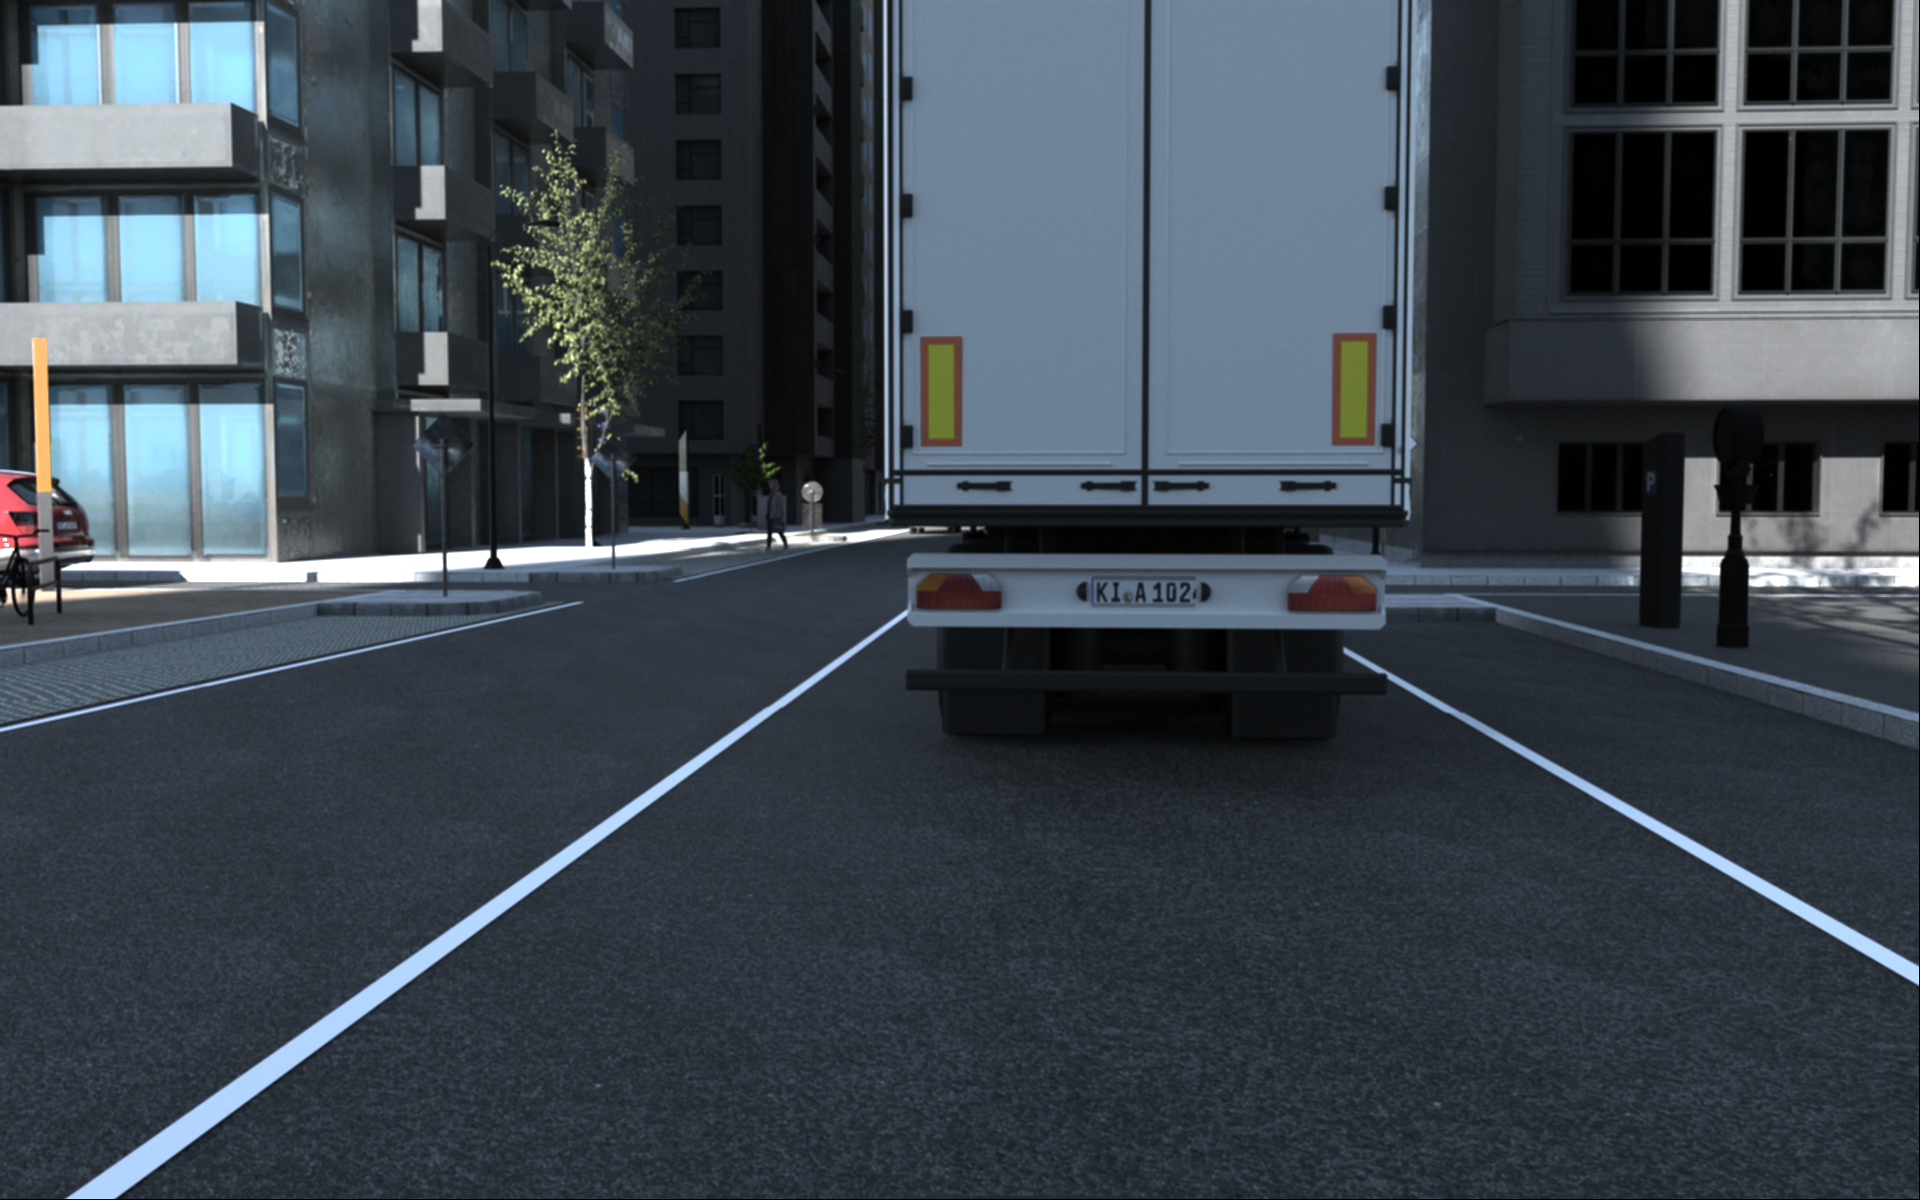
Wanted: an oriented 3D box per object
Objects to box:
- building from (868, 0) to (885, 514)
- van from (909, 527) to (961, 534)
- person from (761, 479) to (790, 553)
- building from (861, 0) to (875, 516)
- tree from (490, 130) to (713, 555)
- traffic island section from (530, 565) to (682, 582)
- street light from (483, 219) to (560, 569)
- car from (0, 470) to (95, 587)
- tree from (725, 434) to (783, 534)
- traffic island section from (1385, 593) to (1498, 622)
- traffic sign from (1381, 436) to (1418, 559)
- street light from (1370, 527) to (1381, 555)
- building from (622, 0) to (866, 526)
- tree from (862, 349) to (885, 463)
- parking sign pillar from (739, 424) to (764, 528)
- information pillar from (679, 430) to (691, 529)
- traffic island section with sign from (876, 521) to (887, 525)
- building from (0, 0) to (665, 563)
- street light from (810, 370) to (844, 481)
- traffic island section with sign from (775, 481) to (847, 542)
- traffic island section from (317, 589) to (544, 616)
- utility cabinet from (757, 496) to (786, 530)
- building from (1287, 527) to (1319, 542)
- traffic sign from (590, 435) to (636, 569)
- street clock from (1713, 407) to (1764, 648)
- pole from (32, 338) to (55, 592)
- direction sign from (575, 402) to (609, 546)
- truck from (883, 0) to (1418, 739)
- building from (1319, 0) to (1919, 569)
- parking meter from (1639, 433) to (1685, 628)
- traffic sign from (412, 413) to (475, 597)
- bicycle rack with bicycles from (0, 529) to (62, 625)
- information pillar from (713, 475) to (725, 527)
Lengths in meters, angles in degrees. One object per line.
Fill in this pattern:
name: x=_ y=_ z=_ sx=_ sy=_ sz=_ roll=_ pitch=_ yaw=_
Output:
building: x=-10.486 y=-26.188 z=111.771 sx=14.154 sy=41.232 sz=14.086 roll=0 pitch=4 yaw=4
van: x=-0.899 y=-3.481 z=63.924 sx=2.013 sy=2.044 sz=4.112 roll=0 pitch=4 yaw=5
person: x=-4.387 y=-2.010 z=41.550 sx=0.728 sy=1.800 sz=0.709 roll=-3 pitch=4 yaw=-36
building: x=-12.444 y=-27.272 z=96.013 sx=14.600 sy=45.320 sz=14.200 roll=0 pitch=4 yaw=4
tree: x=-7.515 y=-5.237 z=35.985 sx=4.737 sy=8.622 sz=4.395 roll=0 pitch=3 yaw=0
traffic island section: x=-5.943 y=-0.449 z=29.614 sx=2.009 sy=0.180 sz=2.903 roll=0 pitch=4 yaw=4
street light: x=-7.450 y=-3.482 z=29.466 sx=1.470 sy=5.913 sz=1.316 roll=0 pitch=4 yaw=4
car: x=-15.744 y=-1.043 z=25.721 sx=5.304 sy=1.827 sz=2.281 roll=0 pitch=4 yaw=2
tree: x=-6.826 y=-3.735 z=55.661 sx=1.663 sy=3.219 sz=1.824 roll=0 pitch=3 yaw=0
traffic island section: x=5.115 y=0.084 z=20.903 sx=2.009 sy=0.180 sz=2.903 roll=0 pitch=4 yaw=4
traffic sign: x=5.091 y=-1.051 z=20.827 sx=0.795 sy=2.450 sz=0.064 roll=0 pitch=4 yaw=4
street light: x=7.290 y=-3.668 z=32.511 sx=1.470 sy=5.913 sz=1.316 roll=0 pitch=4 yaw=4
building: x=-11.906 y=-18.506 z=74.275 sx=14.160 sy=30.474 sz=14.107 roll=0 pitch=4 yaw=4
tree: x=-5.113 y=-8.284 z=85.800 sx=4.360 sy=8.622 sz=3.978 roll=0 pitch=3 yaw=0
parking sign pillar: x=-7.774 y=-4.766 z=66.400 sx=1.447 sy=3.967 sz=1.447 roll=-1 pitch=4 yaw=-10
information pillar: x=-10.050 y=-4.387 z=63.082 sx=0.504 sy=3.616 sz=0.183 roll=3 pitch=5 yaw=45
traffic island section with sign: x=-2.769 y=-4.327 z=79.374 sx=1.989 sy=1.847 sz=2.006 roll=0 pitch=4 yaw=4
building: x=-21.411 y=-25.958 z=44.027 sx=23.786 sy=49.044 sz=30.456 roll=0 pitch=4 yaw=4
street light: x=-5.054 y=-5.657 z=65.034 sx=1.470 sy=5.913 sz=1.316 roll=0 pitch=4 yaw=4
traffic island section with sign: x=-4.483 y=-2.682 z=52.473 sx=1.989 sy=1.847 sz=2.006 roll=0 pitch=4 yaw=4
traffic island section: x=-6.453 y=0.039 z=21.645 sx=2.009 sy=0.180 sz=2.903 roll=0 pitch=4 yaw=4
utility cabinet: x=-6.759 y=-3.118 z=62.136 sx=1.020 sy=1.237 sz=0.306 roll=0 pitch=4 yaw=0
building: x=19.712 y=-15.753 z=62.081 sx=19.350 sy=26.468 sz=34.151 roll=0 pitch=4 yaw=4
traffic sign: x=-5.919 y=-1.585 z=29.551 sx=0.795 sy=2.450 sz=0.064 roll=0 pitch=4 yaw=4
street clock: x=6.495 y=-0.608 z=14.505 sx=0.358 sy=2.002 sz=0.471 roll=0 pitch=3 yaw=0
pole: x=-12.050 y=-1.769 z=22.772 sx=0.158 sy=3.312 sz=0.155 roll=0 pitch=3 yaw=0
direction sign: x=-9.057 y=-3.101 z=42.699 sx=0.876 sy=3.537 sz=0.379 roll=-2 pitch=4 yaw=-35
truck: x=1.349 y=-1.504 z=13.510 sx=2.839 sy=4.237 sz=11.283 roll=0 pitch=4 yaw=5
building: x=23.227 y=-13.129 z=33.731 sx=30.058 sy=24.678 sz=14.314 roll=0 pitch=4 yaw=4
parking meter: x=6.778 y=-0.674 z=16.733 sx=0.255 sy=1.863 sz=0.399 roll=0 pitch=4 yaw=-5
traffic sign: x=-6.429 y=-1.097 z=21.582 sx=0.795 sy=2.450 sz=0.064 roll=0 pitch=4 yaw=4
bicycle rack with bicycles: x=-10.306 y=-0.240 z=17.300 sx=2.852 sy=0.926 sz=2.925 roll=-1 pitch=4 yaw=-18
information pillar: x=-9.262 y=-3.796 z=66.561 sx=0.304 sy=2.012 sz=0.304 roll=2 pitch=4 yaw=25
